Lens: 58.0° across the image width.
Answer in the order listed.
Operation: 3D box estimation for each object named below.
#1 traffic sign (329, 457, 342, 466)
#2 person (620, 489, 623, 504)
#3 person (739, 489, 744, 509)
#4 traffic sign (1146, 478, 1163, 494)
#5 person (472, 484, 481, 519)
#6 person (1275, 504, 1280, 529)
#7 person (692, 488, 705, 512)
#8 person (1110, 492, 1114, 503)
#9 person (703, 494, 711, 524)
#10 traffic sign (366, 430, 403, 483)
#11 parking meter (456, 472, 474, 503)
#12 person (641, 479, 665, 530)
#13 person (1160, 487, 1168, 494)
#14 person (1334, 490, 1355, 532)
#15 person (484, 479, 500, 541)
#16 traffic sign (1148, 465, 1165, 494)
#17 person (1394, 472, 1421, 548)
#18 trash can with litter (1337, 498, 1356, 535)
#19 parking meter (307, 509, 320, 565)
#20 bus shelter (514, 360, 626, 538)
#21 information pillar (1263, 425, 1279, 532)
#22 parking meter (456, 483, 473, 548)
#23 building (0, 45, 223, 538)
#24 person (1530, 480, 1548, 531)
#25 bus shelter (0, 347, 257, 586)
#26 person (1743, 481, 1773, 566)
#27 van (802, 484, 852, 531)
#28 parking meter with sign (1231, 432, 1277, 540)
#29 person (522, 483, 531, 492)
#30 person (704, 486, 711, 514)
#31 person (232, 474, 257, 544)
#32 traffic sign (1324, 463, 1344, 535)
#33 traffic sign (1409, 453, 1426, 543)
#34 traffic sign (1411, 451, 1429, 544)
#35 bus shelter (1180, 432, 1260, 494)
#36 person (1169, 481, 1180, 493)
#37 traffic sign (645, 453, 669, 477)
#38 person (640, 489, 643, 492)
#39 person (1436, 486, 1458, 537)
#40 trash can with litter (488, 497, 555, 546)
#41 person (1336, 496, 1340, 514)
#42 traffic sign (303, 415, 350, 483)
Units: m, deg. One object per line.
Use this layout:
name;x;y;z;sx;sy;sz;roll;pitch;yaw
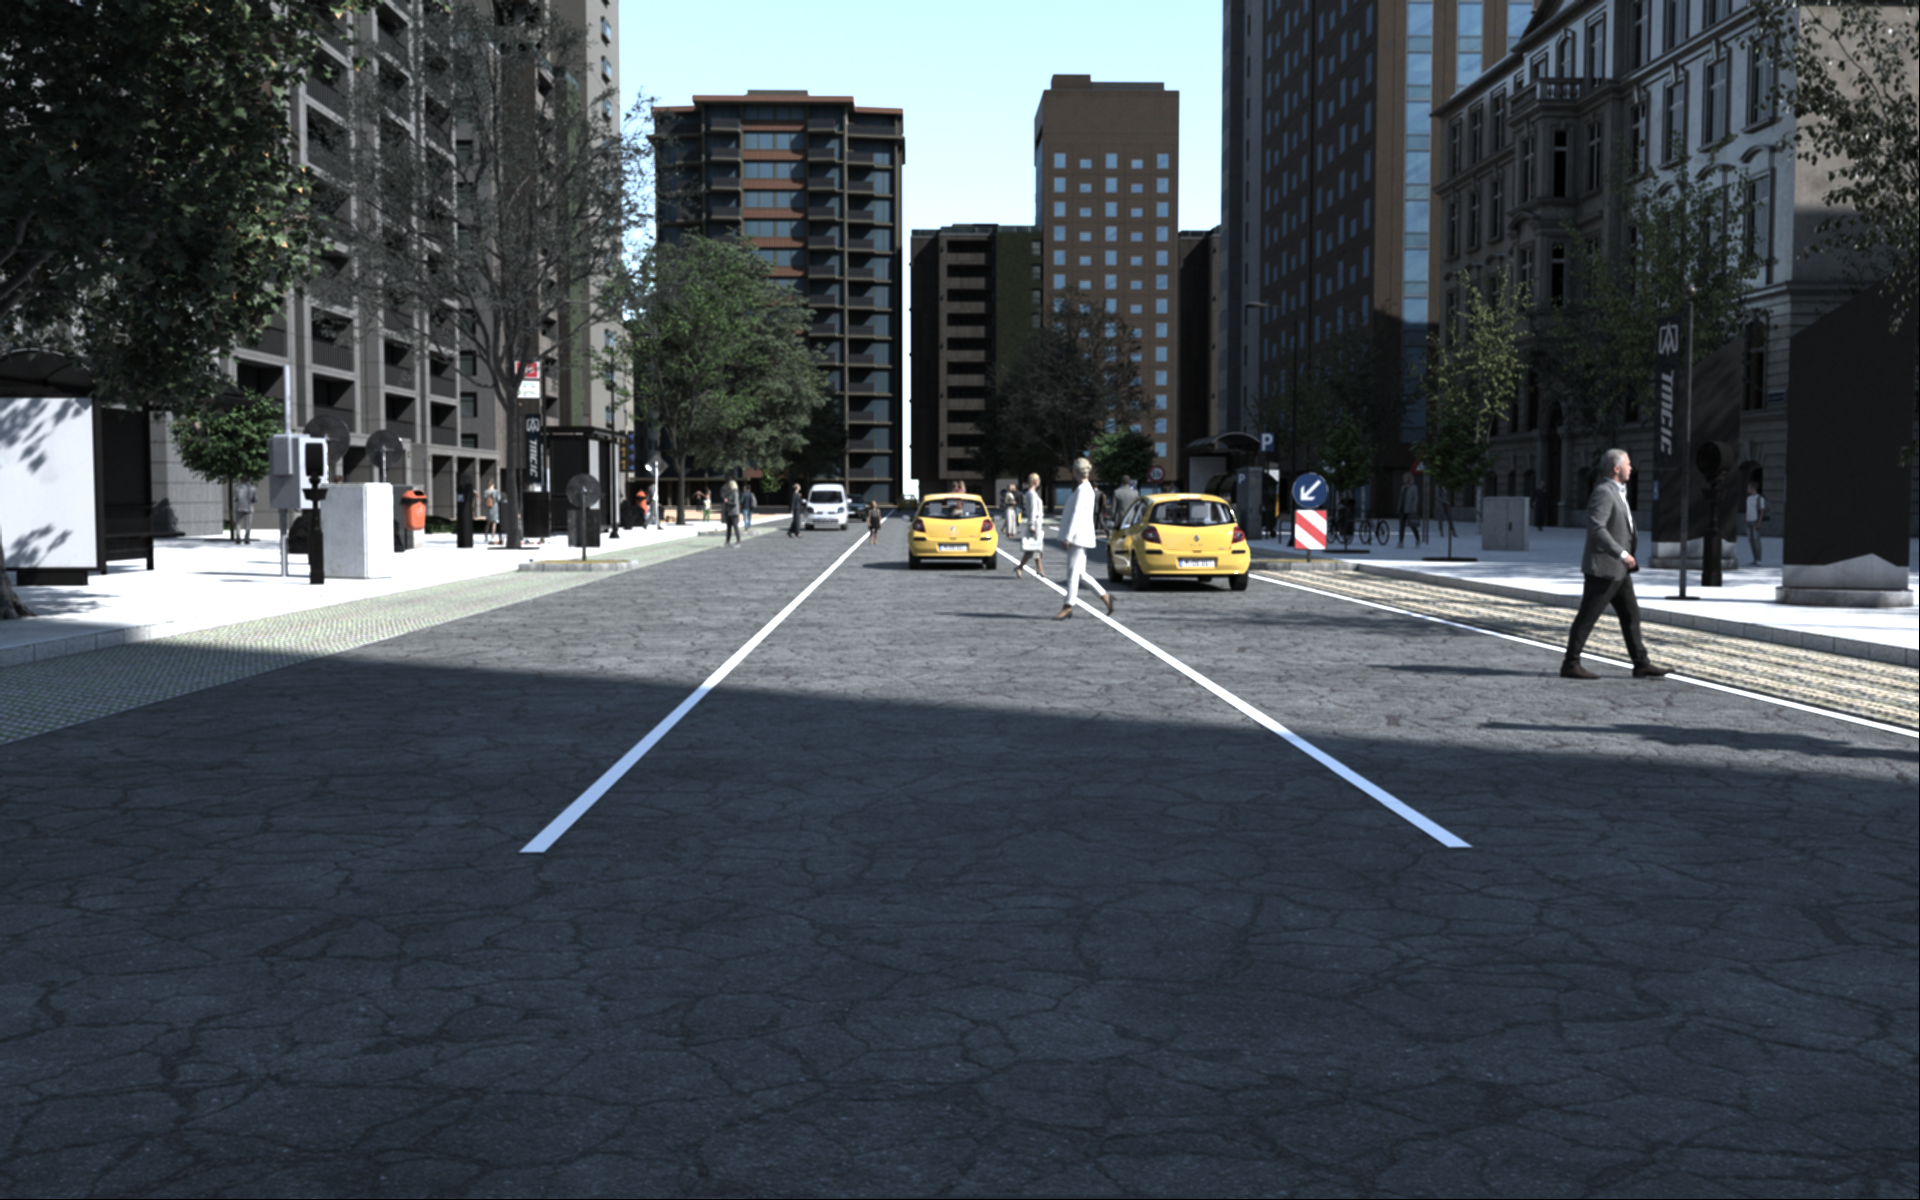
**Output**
traffic sign;-11.637;-1.934;31.727;0.768;2.556;0.104;0;4;4
person;-14.216;-4.005;71.694;0.661;1.801;0.590;1;4;17
person;-18.971;-8.754;149.959;0.721;1.735;1.217;0;3;0
traffic sign;9.213;-5.040;82.401;0.884;2.594;0.081;0;4;6
person;-23.776;-4.774;84.100;1.348;1.824;0.705;1;4;23
person;11.426;-3.187;62.817;0.362;1.253;0.373;1;4;9
person;-18.924;-7.275;125.692;1.217;1.736;0.721;1;4;20
person;9.077;-5.703;102.508;0.599;1.433;0.991;-1;4;-18
person;-10.736;-3.859;73.382;0.306;1.304;0.590;-2;4;-24
traffic sign;-11.388;-2.089;34.261;0.768;2.556;0.104;0;4;6
parking meter;-13.328;-2.504;46.645;0.399;1.863;0.255;-3;5;-39
person;-10.971;-3.412;61.928;0.850;1.850;0.679;-1;4;-15
person;13.784;-6.722;116.680;1.217;1.736;0.721;0;4;7
person;13.078;-3.206;58.739;0.850;1.792;0.678;-2;4;-32
person;-12.666;-2.435;46.852;0.512;1.701;0.522;0;4;2
traffic sign;8.599;-4.630;75.806;0.768;2.556;0.104;0;4;1
person;10.653;-2.121;40.910;0.728;1.800;0.709;-2;4;-27
trash can with litter;12.118;-2.642;54.585;0.624;1.170;1.055;0;4;4
parking meter;-11.653;-1.571;31.395;0.255;1.863;0.399;0;4;0
bus shelter;-12.354;-4.717;54.762;2.179;5.291;8.768;0;4;-2
information pillar;10.589;-4.130;58.887;0.504;3.616;0.183;0;4;5
parking meter;-11.837;-2.017;41.385;0.372;1.533;0.369;0;3;0
building;-33.184;-30.352;38.258;21.231;58.520;28.212;0;4;-2
person;20.334;-3.320;60.752;0.576;1.772;0.534;-1;4;-12
bus shelter;-12.833;-1.999;26.614;2.014;3.302;5.546;0;4;-2
person;14.322;-1.377;31.155;0.523;1.515;0.503;-3;5;-43
van;-5.333;-3.816;69.399;2.013;2.044;4.112;0;4;-2
parking meter with sign;8.083;-3.196;48.521;1.738;3.016;0.543;-3;5;-40
person;-18.483;-4.110;73.793;0.519;1.759;0.362;-2;4;-25
person;-16.163;-6.414;110.919;0.705;1.824;1.348;-1;4;-19
person;-18.425;-2.344;44.574;0.606;1.804;0.583;-2;4;-33
traffic sign;11.601;-3.288;53.861;0.768;2.556;0.104;0;4;-1
traffic sign;12.257;-2.796;45.717;0.884;2.594;0.081;0;4;6
traffic sign;11.921;-2.699;44.125;0.884;2.594;0.081;0;4;6
bus shelter;8.962;-4.005;59.411;2.014;3.302;5.546;0;4;-1
person;8.834;-3.988;71.266;0.654;1.822;0.581;-3;4;-37
traffic sign;-9.840;-3.449;56.128;0.795;2.593;0.064;0;4;3
person;-28.860;-9.167;156.376;0.568;1.767;0.683;0;4;1
person;14.610;-2.793;51.986;0.520;1.790;0.573;-3;4;-38
trash can with litter;-11.127;-2.022;44.119;1.678;1.210;2.233;3;4;38
person;15.759;-3.699;71.529;0.505;1.210;0.382;-2;4;-35
traffic sign;-10.161;-1.693;27.783;0.768;2.556;0.104;0;4;0
